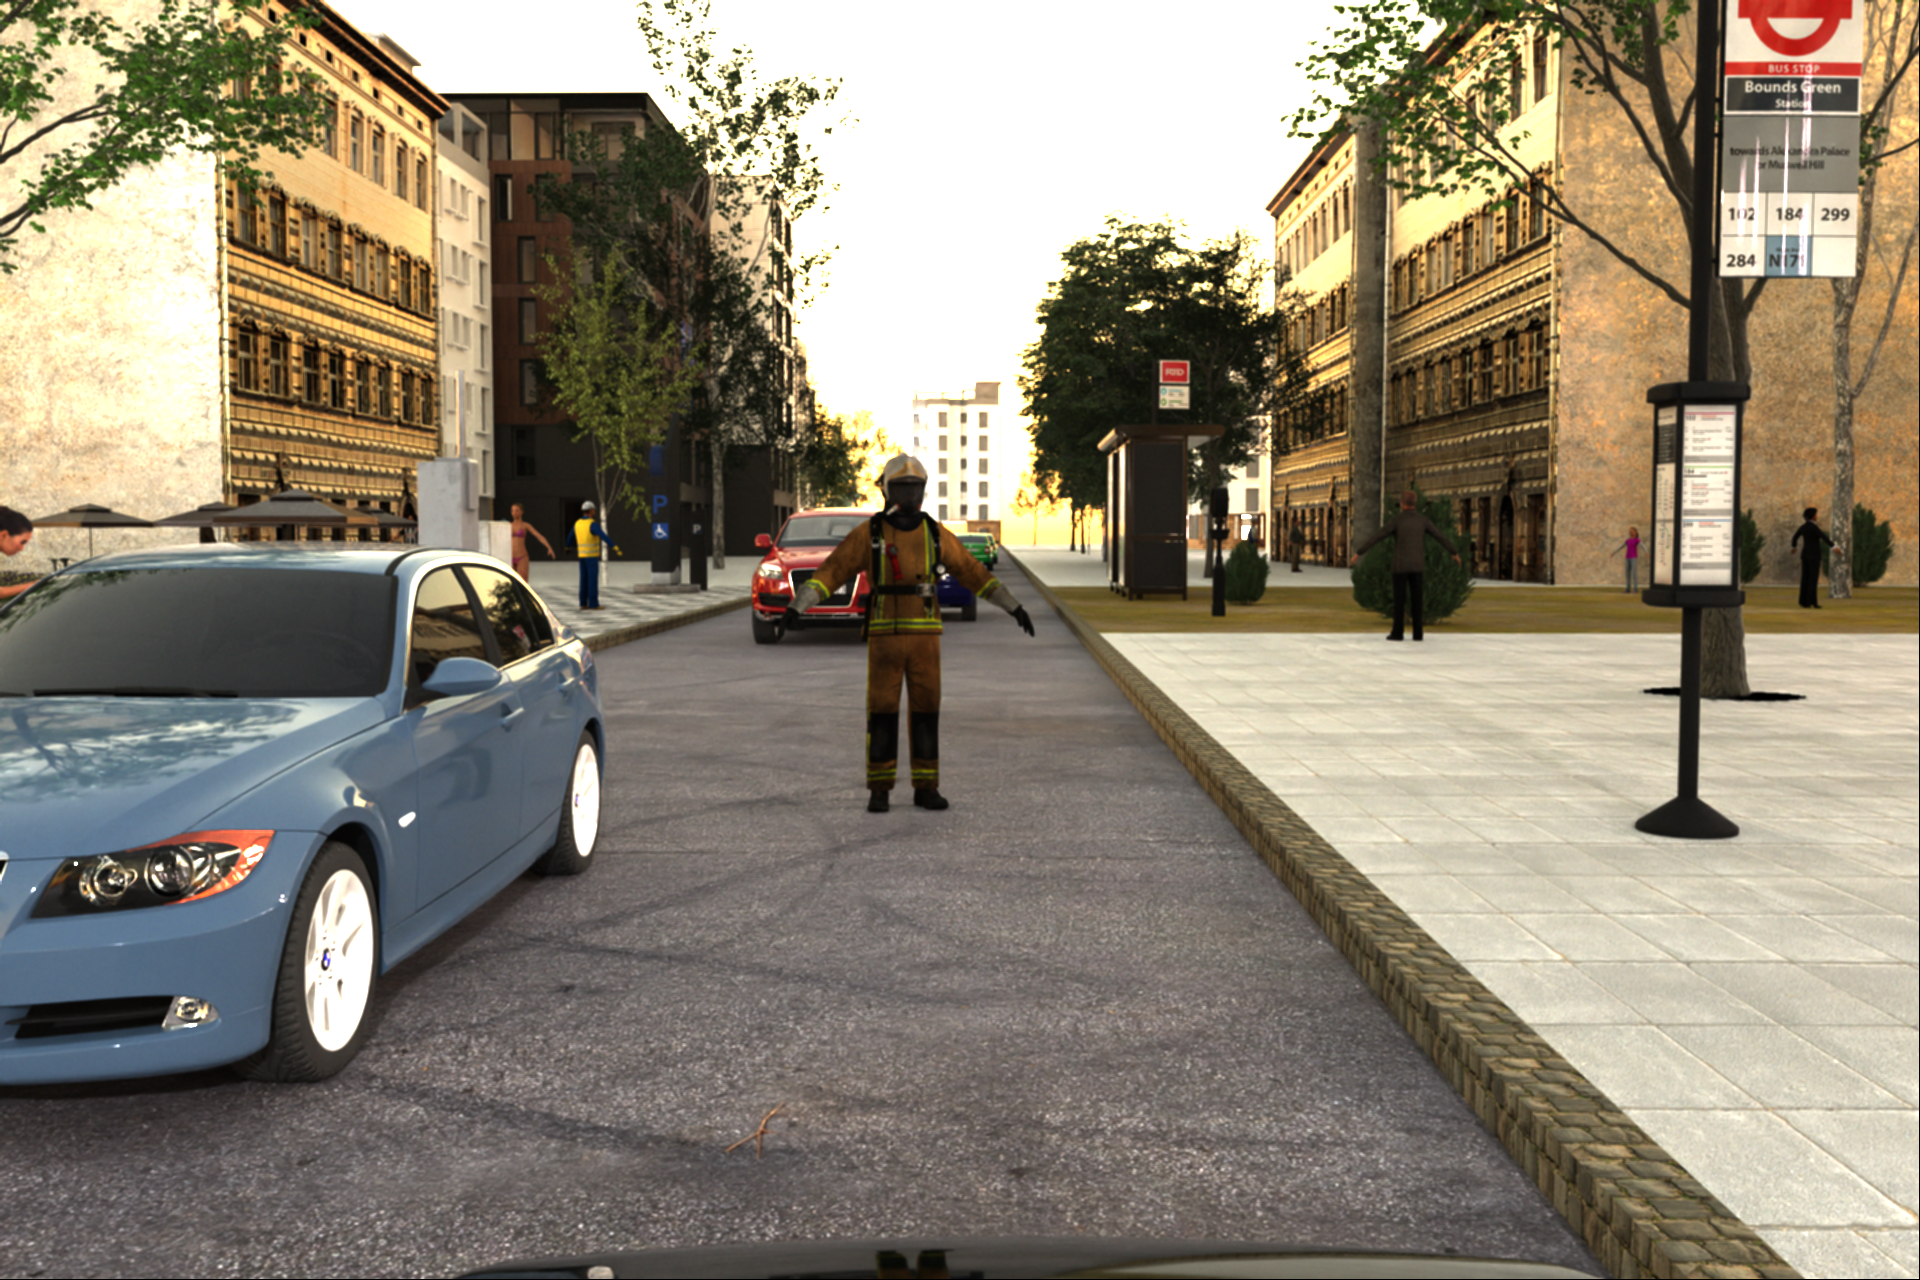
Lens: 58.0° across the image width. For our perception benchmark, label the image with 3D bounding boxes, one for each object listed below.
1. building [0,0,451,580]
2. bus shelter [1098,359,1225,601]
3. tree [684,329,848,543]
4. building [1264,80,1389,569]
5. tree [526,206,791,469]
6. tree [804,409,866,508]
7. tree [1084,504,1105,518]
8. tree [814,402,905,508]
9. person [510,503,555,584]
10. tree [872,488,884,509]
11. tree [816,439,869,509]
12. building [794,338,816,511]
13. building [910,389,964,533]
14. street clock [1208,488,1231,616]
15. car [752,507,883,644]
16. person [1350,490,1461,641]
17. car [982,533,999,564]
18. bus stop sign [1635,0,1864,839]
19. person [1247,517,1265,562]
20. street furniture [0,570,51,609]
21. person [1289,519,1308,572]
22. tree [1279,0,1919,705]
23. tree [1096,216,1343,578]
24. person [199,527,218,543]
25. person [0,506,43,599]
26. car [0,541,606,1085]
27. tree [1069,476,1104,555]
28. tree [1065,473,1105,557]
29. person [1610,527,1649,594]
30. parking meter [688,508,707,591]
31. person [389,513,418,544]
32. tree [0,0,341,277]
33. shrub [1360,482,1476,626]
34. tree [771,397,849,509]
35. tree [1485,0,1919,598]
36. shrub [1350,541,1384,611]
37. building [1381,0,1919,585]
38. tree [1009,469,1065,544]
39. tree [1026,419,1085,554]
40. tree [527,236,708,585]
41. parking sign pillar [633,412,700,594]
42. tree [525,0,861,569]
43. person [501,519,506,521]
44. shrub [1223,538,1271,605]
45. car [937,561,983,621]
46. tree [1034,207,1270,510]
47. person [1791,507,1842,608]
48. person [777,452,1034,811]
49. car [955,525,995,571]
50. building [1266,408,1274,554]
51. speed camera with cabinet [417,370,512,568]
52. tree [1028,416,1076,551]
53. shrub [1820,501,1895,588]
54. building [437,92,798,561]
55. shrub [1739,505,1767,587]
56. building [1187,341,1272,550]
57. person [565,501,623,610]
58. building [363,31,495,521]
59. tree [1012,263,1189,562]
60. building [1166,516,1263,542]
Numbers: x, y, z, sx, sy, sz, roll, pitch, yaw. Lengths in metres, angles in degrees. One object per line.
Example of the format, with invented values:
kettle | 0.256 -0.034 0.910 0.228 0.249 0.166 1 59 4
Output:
building | -27.716 -13.538 52.275 19.493 23.208 18.063 0 4 0
bus shelter | 4.149 -3.657 37.429 2.179 5.291 8.768 0 4 1
tree | -8.263 -8.582 74.726 7.601 10.594 8.767 0 4 5
building | 23.589 -14.684 71.013 19.493 23.208 18.063 0 4 1
tree | -8.803 -7.088 50.302 8.767 10.594 7.601 0 4 6
tree | -7.690 -9.334 102.965 4.737 8.622 4.395 0 3 0
tree | 18.890 -17.476 220.143 7.601 10.594 8.767 0 4 -4
tree | -6.895 -11.418 121.099 8.767 10.594 7.601 1 4 22
person | -6.458 -1.123 25.167 1.217 1.733 0.721 0 4 8
tree | -8.298 -16.179 214.884 4.360 8.622 3.978 0 3 0
tree | -16.427 -18.823 214.417 9.857 13.997 8.962 0 3 0
building | -22.920 -17.659 155.188 16.747 18.905 31.486 0 4 1
building | -5.923 -22.001 218.588 11.380 20.090 16.016 0 4 3
street clock | 4.042 -1.373 27.017 0.358 2.002 0.471 0 4 1
car | -1.643 -0.957 24.316 2.281 1.827 5.304 0 4 1
person | 5.403 -0.901 20.913 1.348 1.807 0.705 0 4 -2
car | 0.965 -4.677 85.269 1.959 1.807 4.718 0 4 1
bus stop sign | 3.361 -1.141 7.362 0.855 3.939 0.416 0 4 1
person | 9.501 -3.061 55.897 0.705 1.847 1.347 -1 4 -11
street furniture | -17.749 -1.354 28.995 9.812 1.723 11.010 -1 4 -17
person | 11.407 -3.203 58.643 0.705 1.796 1.348 3 4 36
tree | 5.967 -5.363 13.448 9.928 11.665 9.643 0 3 0
tree | 7.600 -7.093 50.380 7.601 10.594 8.767 -1 4 -14
person | -17.240 -2.058 39.791 0.704 1.812 1.346 -2 4 -35
person | -5.459 -0.015 9.473 0.628 1.438 0.799 3 4 37
car | -2.462 0.363 6.071 2.014 1.417 4.499 0 4 1
tree | 8.070 -9.568 106.798 4.737 8.622 4.395 0 3 0
tree | 8.293 -9.000 97.512 4.360 8.622 3.978 0 3 0
person | 14.484 -1.723 37.443 0.599 1.433 0.991 -2 4 -29
parking meter | -5.953 -2.054 39.302 0.399 1.863 0.255 0 4 3
person | -14.478 -2.422 45.737 1.345 1.843 0.704 0 4 3
tree | -9.228 -5.467 15.139 9.928 11.665 9.643 0 3 0
shrub | 6.480 -1.229 24.519 1.690 2.028 1.600 0 3 0
tree | -7.386 -8.644 91.689 4.360 8.622 3.978 0 3 0
tree | 16.699 -10.836 33.064 12.611 20.169 13.585 0 3 0
shrub | 6.974 -1.082 28.812 1.383 1.207 1.383 0 3 0
building | 24.135 -13.501 51.665 19.493 23.208 18.063 0 4 0
tree | 9.647 -17.208 215.757 7.601 10.594 8.767 0 4 -6
tree | 8.194 -10.964 113.679 8.767 10.594 7.601 1 4 14
tree | -8.747 -5.686 43.331 4.737 8.622 4.395 0 3 0
parking sign pillar | -6.400 -3.010 37.678 1.447 3.967 1.447 0 4 1
tree | -9.884 -12.583 61.619 12.611 20.169 13.585 0 3 0
person | -15.986 -3.339 60.713 1.347 1.817 0.704 0 4 0
shrub | 5.117 -1.231 31.239 1.383 1.207 1.383 0 3 0
car | -0.564 -1.058 29.880 1.945 1.354 3.894 0 4 0
tree | 7.268 -9.786 66.656 9.857 13.997 8.962 0 3 0
person | 14.824 -1.427 30.048 0.721 1.740 1.216 -1 4 -11
person | -0.287 -0.047 9.001 1.354 1.858 0.705 -1 4 -14
car | 0.430 -3.665 68.721 1.959 1.807 4.718 0 4 1
building | 23.608 -9.438 96.454 9.099 9.664 28.070 0 4 1
speed camera with cabinet | -6.201 -1.675 21.727 0.660 3.252 2.038 0 4 2
tree | 8.475 -12.391 128.352 9.928 11.665 9.643 0 3 0
shrub | 21.605 -2.309 41.799 1.661 2.075 1.752 0 3 0
building | -24.734 -15.466 96.841 27.936 21.610 32.646 0 4 1
shrub | 18.678 -2.325 42.051 1.661 2.075 1.752 0 3 0
building | 25.264 -18.324 156.016 16.016 20.090 11.380 0 4 1
person | -6.243 -1.423 29.241 1.349 1.833 0.705 3 4 36
building | -26.733 -12.863 66.737 16.016 20.090 11.380 0 4 2
tree | 6.987 -10.585 79.720 9.857 13.997 8.962 0 3 0
building | 26.567 -14.658 181.808 9.099 9.664 28.070 0 4 1
